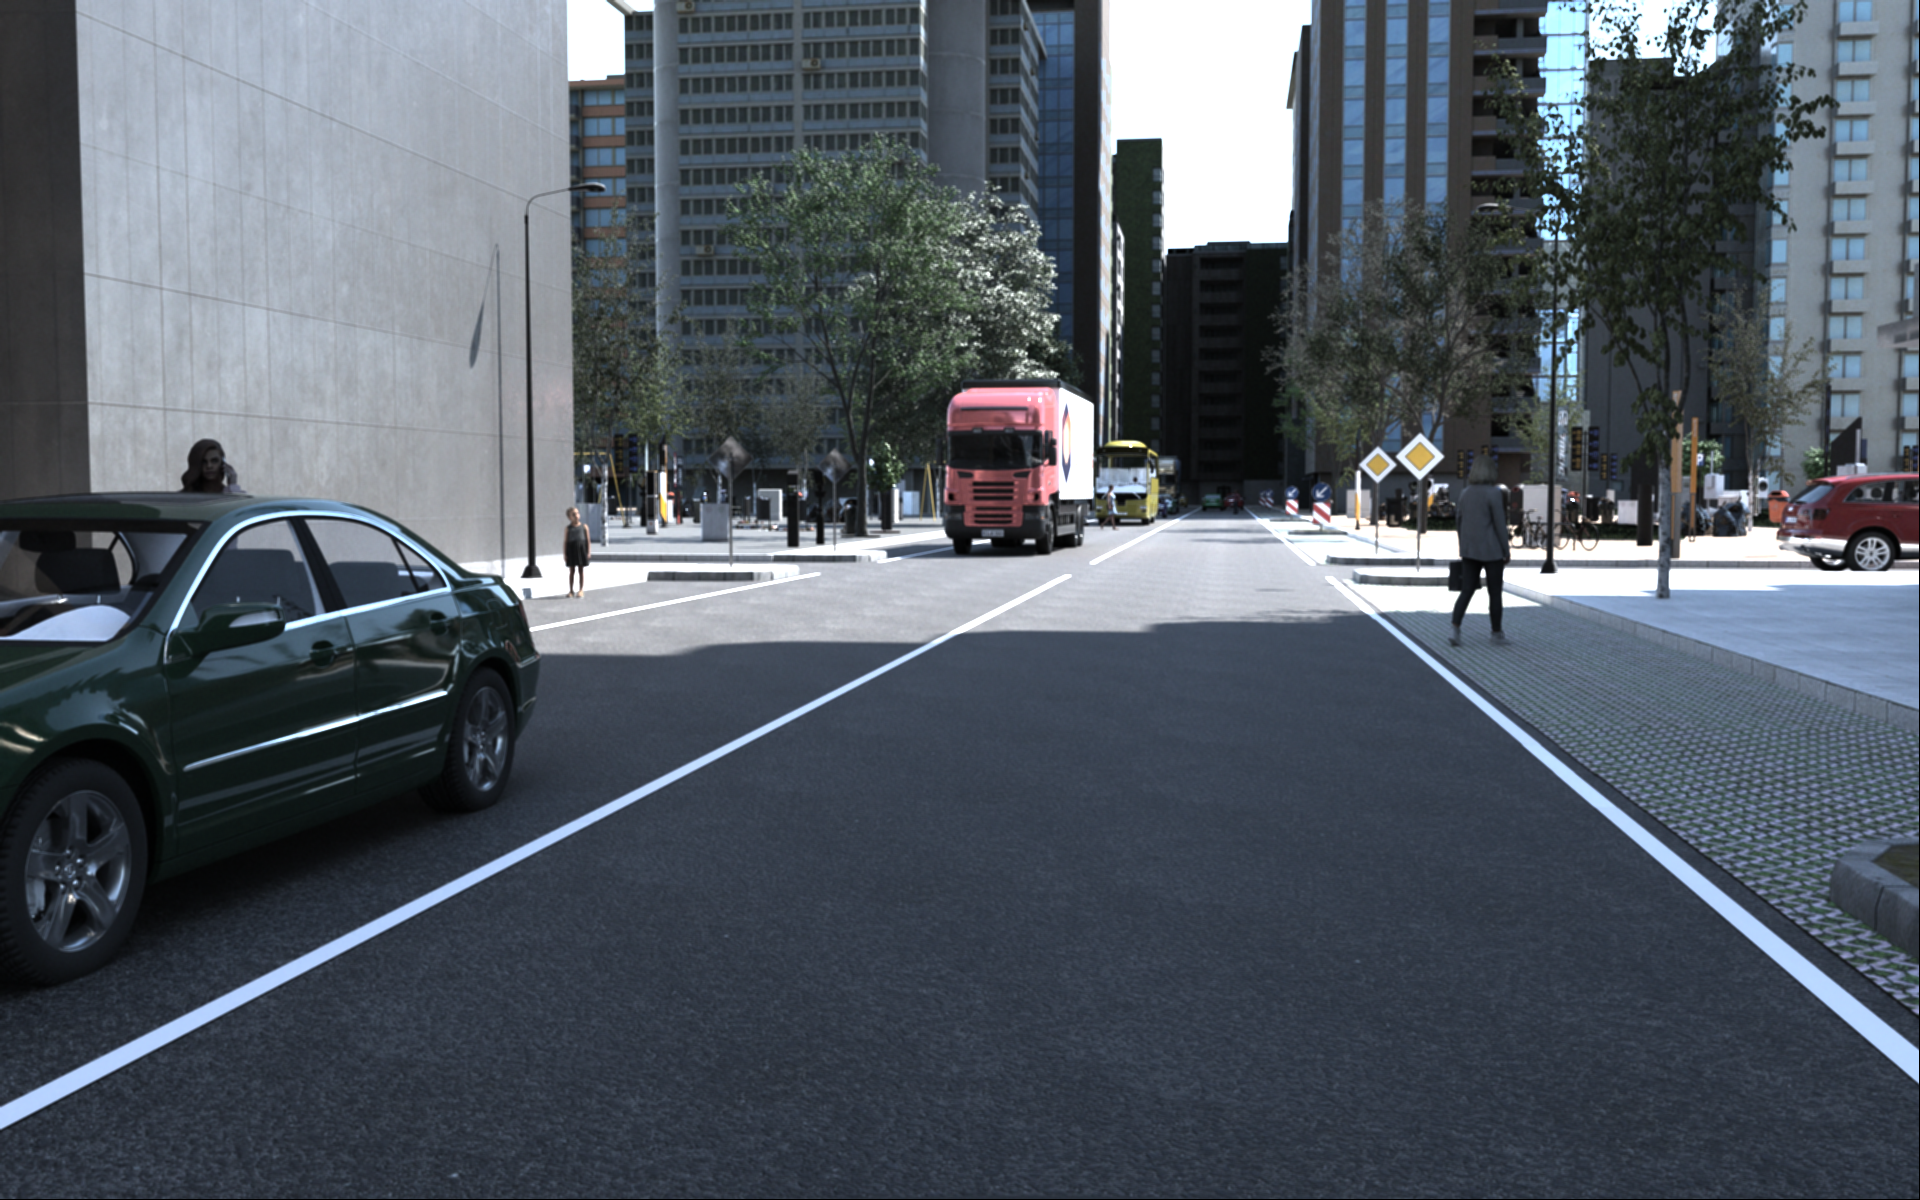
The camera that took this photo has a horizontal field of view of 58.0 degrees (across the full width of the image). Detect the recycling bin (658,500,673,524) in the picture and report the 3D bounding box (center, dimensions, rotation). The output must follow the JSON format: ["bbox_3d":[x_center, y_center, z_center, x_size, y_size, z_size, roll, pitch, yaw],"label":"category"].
[{"bbox_3d":[-13.061,-3.871,75.843,0.722,1.027,0.722,2,4,24],"label":"recycling bin"}]

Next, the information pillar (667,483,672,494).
[{"bbox_3d":[-18.645,-6.508,110.902,0.304,2.012,0.304,1,4,10],"label":"information pillar"}]

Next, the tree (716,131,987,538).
[{"bbox_3d":[-3.033,-7.664,51.059,9.928,11.665,9.643,0,3,0],"label":"tree"}]

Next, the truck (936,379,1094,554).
[{"bbox_3d":[1.643,-3.408,44.627,2.839,4.237,11.283,1,4,10],"label":"truck"}]

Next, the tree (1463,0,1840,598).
[{"bbox_3d":[8.445,-4.330,21.163,4.737,8.622,4.395,0,3,0],"label":"tree"}]

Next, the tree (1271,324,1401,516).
[{"bbox_3d":[22.374,-10.830,102.832,9.928,11.665,9.643,0,3,0],"label":"tree"}]

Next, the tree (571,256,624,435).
[{"bbox_3d":[-14.483,-7.483,56.756,7.601,10.594,8.767,0,4,6],"label":"tree"}]

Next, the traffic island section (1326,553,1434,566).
[{"bbox_3d":[8.695,-0.844,36.076,2.009,0.180,2.903,1,4,9],"label":"traffic island section"}]

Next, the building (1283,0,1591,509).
[{"bbox_3d":[38.112,-50.508,138.472,22.319,86.520,31.000,1,4,9],"label":"building"}]

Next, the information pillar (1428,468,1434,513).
[{"bbox_3d":[25.284,-6.244,93.446,0.504,3.616,0.183,0,4,1],"label":"information pillar"}]

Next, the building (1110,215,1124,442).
[{"bbox_3d":[9.993,-25.078,181.719,14.107,30.474,14.160,1,4,9],"label":"building"}]

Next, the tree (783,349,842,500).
[{"bbox_3d":[-8.091,-8.371,87.226,4.360,8.622,3.978,0,3,0],"label":"tree"}]

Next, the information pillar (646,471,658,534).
[{"bbox_3d":[-9.823,-3.103,55.227,0.304,2.012,0.304,0,4,5],"label":"information pillar"}]

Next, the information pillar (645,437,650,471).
[{"bbox_3d":[-12.871,-4.900,71.463,0.183,3.616,0.504,-1,4,-23],"label":"information pillar"}]

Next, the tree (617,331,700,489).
[{"bbox_3d":[-13.960,-7.846,78.651,4.737,8.622,4.395,0,3,0],"label":"tree"}]

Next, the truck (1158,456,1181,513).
[{"bbox_3d":[15.257,-8.671,130.681,2.839,4.237,11.283,1,4,9],"label":"truck"}]

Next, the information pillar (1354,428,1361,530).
[{"bbox_3d":[14.148,-4.295,61.581,0.183,3.616,0.504,1,4,22],"label":"information pillar"}]

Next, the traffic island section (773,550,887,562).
[{"bbox_3d":[-2.759,-0.952,37.848,2.009,0.180,2.903,1,4,9],"label":"traffic island section"}]

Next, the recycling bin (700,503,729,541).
[{"bbox_3d":[-6.721,-2.131,47.402,0.722,1.027,0.722,-1,4,-13],"label":"recycling bin"}]

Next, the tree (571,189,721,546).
[{"bbox_3d":[-8.733,-5.651,42.759,4.360,8.622,3.978,0,3,0],"label":"tree"}]

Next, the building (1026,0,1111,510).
[{"bbox_3d":[5.013,-30.172,143.422,14.600,45.320,14.200,1,4,9],"label":"building"}]

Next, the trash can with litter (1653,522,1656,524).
[{"bbox_3d":[26.770,-3.414,66.874,1.678,1.210,2.233,2,4,34],"label":"trash can with litter"}]

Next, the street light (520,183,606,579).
[{"bbox_3d":[-5.983,-3.276,26.110,1.470,5.913,1.316,1,4,9],"label":"street light"}]

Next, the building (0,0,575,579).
[{"bbox_3d":[-22.016,-12.606,25.176,30.058,24.678,14.314,1,4,9],"label":"building"}]

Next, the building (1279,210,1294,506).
[{"bbox_3d":[40.396,-24.786,176.951,14.160,30.474,14.107,1,4,9],"label":"building"}]

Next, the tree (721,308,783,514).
[{"bbox_3d":[-9.650,-7.285,69.466,4.360,8.622,3.978,0,3,0],"label":"tree"}]

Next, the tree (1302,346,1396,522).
[{"bbox_3d":[18.172,-7.912,79.729,4.737,8.622,4.395,0,3,0],"label":"tree"}]

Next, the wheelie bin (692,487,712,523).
[{"bbox_3d":[-11.365,-4.187,76.367,0.980,1.594,0.693,3,5,44],"label":"wheelie bin"}]

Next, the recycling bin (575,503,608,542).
[{"bbox_3d":[-9.954,-2.079,46.552,0.722,1.027,0.722,3,4,39],"label":"recycling bin"}]

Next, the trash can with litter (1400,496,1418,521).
[{"bbox_3d":[18.670,-3.708,72.008,1.055,1.170,0.624,1,4,13],"label":"trash can with litter"}]

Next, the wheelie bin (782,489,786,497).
[{"bbox_3d":[-11.175,-6.044,106.726,0.980,1.594,0.693,1,4,11],"label":"wheelie bin"}]

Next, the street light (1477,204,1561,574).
[{"bbox_3d":[8.971,-3.381,27.827,1.470,5.913,1.316,1,4,9],"label":"street light"}]

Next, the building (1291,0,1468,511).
[{"bbox_3d":[38.539,-31.338,162.489,14.600,45.320,14.200,1,4,9],"label":"building"}]

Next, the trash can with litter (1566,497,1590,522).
[{"bbox_3d":[25.426,-3.652,71.104,1.055,1.170,0.624,2,4,26],"label":"trash can with litter"}]

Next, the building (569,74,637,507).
[{"bbox_3d":[-32.364,-32.331,183.234,28.867,44.769,22.147,1,4,9],"label":"building"}]

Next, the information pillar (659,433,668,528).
[{"bbox_3d":[-11.393,-4.586,66.336,0.183,3.616,0.504,1,4,12],"label":"information pillar"}]

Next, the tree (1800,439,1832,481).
[{"bbox_3d":[51.813,-7.304,103.128,4.285,4.588,4.351,0,3,0],"label":"tree"}]

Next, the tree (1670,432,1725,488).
[{"bbox_3d":[37.534,-6.436,88.946,4.285,4.588,4.351,0,3,0],"label":"tree"}]

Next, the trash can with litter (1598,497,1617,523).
[{"bbox_3d":[27.572,-3.783,73.236,1.055,1.170,0.624,0,4,-5],"label":"trash can with litter"}]

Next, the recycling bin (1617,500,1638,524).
[{"bbox_3d":[26.924,-3.506,69.872,0.722,1.027,0.722,1,4,19],"label":"recycling bin"}]

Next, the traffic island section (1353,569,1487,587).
[{"bbox_3d":[7.474,-0.361,28.185,2.009,0.180,2.903,1,4,9],"label":"traffic island section"}]

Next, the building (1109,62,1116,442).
[{"bbox_3d":[6.347,-28.993,157.625,14.154,41.232,14.086,1,4,9],"label":"building"}]

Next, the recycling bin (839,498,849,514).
[{"bbox_3d":[-7.377,-6.071,111.819,0.722,1.027,0.722,1,4,10],"label":"recycling bin"}]

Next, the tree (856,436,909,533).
[{"bbox_3d":[-2.628,-3.828,57.188,1.663,3.219,1.824,0,3,0],"label":"tree"}]

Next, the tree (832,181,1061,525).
[{"bbox_3d":[-0.509,-10.067,71.252,9.857,13.997,8.962,0,3,0],"label":"tree"}]

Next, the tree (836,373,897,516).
[{"bbox_3d":[-5.306,-9.137,99.754,4.737,8.622,4.395,0,3,0],"label":"tree"}]

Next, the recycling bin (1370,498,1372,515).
[{"bbox_3d":[24.741,-5.666,105.186,0.722,1.027,0.722,-1,4,-10],"label":"recycling bin"}]

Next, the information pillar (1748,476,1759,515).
[{"bbox_3d":[32.720,-4.094,71.435,0.304,2.012,0.304,3,5,45],"label":"information pillar"}]

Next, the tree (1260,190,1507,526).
[{"bbox_3d":[17.021,-9.787,70.380,12.009,13.543,11.850,0,3,0],"label":"tree"}]

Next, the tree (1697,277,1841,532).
[{"bbox_3d":[27.132,-6.630,58.766,4.360,8.622,3.978,0,3,0],"label":"tree"}]

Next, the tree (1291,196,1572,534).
[{"bbox_3d":[14.816,-7.387,55.185,8.767,10.594,7.601,1,4,10],"label":"tree"}]

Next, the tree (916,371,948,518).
[{"bbox_3d":[-1.077,-8.702,92.641,4.360,8.622,3.978,0,3,0],"label":"tree"}]

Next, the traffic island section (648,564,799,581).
[{"bbox_3d":[-3.981,-0.469,29.956,2.009,0.180,2.903,1,4,9],"label":"traffic island section"}]

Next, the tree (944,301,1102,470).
[{"bbox_3d":[3.787,-11.210,100.295,9.611,12.733,9.660,0,3,0],"label":"tree"}]

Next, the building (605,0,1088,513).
[{"bbox_3d":[-7.193,-26.562,126.173,32.217,40.220,23.993,1,4,9],"label":"building"}]
